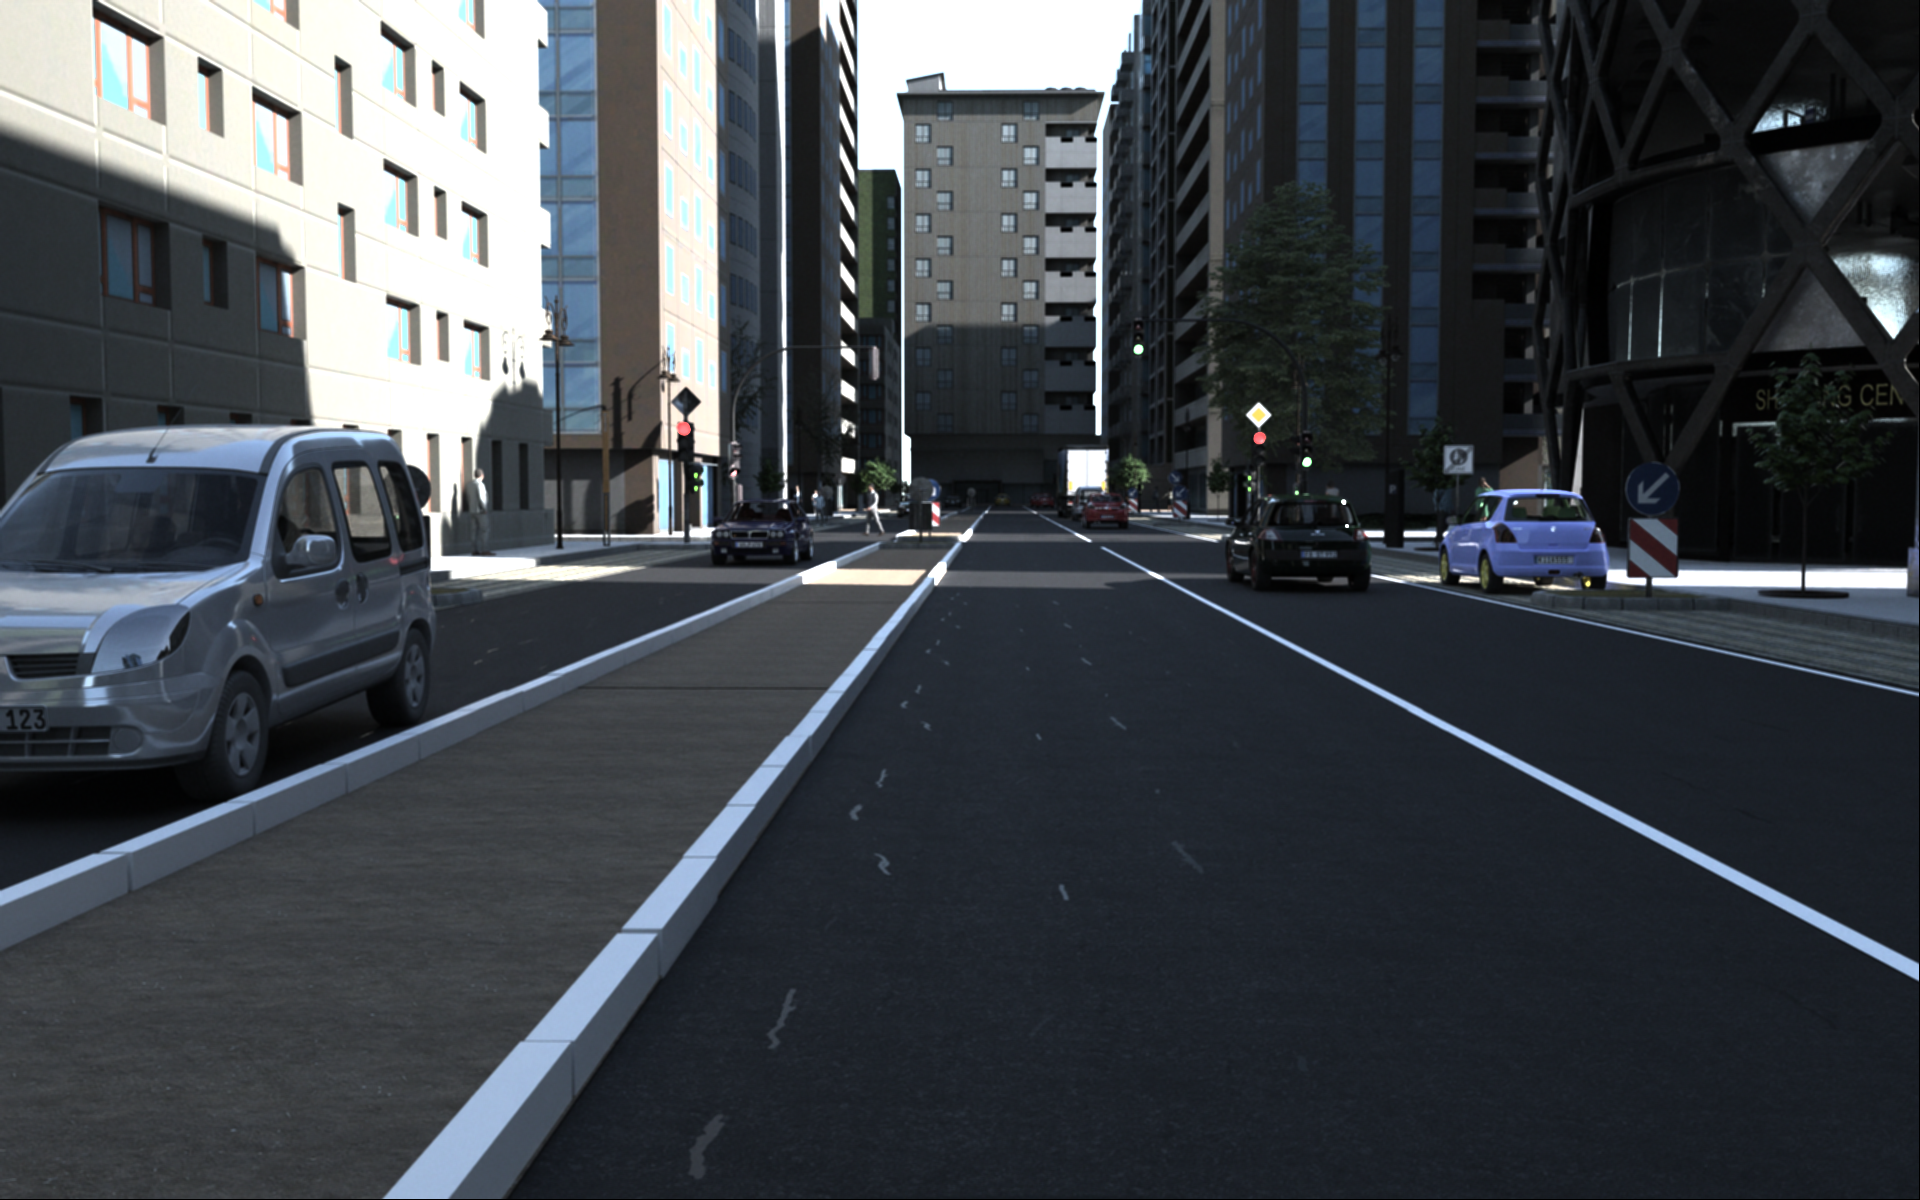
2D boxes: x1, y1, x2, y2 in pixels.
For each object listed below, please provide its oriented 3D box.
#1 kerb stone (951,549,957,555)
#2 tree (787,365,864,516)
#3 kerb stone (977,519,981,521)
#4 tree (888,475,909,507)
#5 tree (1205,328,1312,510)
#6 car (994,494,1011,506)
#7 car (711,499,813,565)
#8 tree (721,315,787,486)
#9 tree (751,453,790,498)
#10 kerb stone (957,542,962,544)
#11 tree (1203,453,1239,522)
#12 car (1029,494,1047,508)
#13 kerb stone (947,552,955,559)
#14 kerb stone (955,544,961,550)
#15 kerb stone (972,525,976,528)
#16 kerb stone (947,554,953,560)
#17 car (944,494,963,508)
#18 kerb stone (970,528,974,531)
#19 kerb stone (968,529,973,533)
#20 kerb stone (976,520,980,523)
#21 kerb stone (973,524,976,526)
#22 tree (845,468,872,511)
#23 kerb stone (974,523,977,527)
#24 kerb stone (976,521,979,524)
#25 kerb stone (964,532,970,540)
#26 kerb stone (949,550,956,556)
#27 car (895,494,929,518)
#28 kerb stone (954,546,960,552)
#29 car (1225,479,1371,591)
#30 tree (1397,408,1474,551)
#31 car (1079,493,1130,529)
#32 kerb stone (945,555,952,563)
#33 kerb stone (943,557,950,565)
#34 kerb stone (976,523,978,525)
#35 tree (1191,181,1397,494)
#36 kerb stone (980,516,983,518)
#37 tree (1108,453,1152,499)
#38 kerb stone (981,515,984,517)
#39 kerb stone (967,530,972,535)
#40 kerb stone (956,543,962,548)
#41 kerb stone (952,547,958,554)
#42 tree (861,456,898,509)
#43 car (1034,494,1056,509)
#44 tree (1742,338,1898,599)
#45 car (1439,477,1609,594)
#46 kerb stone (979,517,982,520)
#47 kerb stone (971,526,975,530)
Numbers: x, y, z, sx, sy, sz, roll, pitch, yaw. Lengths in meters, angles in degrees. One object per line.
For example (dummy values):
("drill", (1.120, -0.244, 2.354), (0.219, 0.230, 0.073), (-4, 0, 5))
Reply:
("kerb stone", (-0.190, -0.993, 38.438), (0.120, 0.150, 1.000), (0, 4, 1))
("tree", (-7.738, -9.089, 98.967), (4.360, 8.622, 3.978), (0, 3, 0))
("kerb stone", (0.767, -3.526, 79.950), (0.120, 0.150, 1.000), (0, 4, 1))
("tree", (-6.524, -11.016, 174.715), (1.663, 3.219, 1.824), (0, 3, 0))
("tree", (12.585, -7.546, 73.734), (4.737, 8.622, 4.395), (0, 3, 0))
("car", (5.009, -11.811, 203.326), (2.015, 1.641, 3.980), (0, 4, 3))
("car", (-4.120, -1.453, 36.330), (1.945, 1.354, 3.894), (0, 4, 2))
("tree", (-9.509, -7.349, 70.513), (4.360, 8.622, 3.978), (0, 3, 0))
("tree", (-8.883, -5.263, 80.652), (1.663, 3.219, 1.824), (0, 3, 0))
("kerb stone", (-0.067, -1.307, 43.561), (0.120, 0.150, 1.000), (0, 4, 1))
("tree", (12.057, -5.277, 80.882), (1.663, 3.219, 1.824), (0, 3, 0))
("car", (8.413, -10.775, 185.206), (2.155, 1.783, 4.494), (0, 4, 1))
("kerb stone", (-0.232, -0.868, 36.387), (0.120, 0.150, 1.000), (0, 4, 1))
("kerb stone", (-0.115, -1.182, 41.514), (0.120, 0.150, 1.000), (0, 4, 1))
("kerb stone", (0.435, -2.656, 65.624), (0.120, 0.150, 1.000), (0, 4, 1))
("kerb stone", (-0.261, -0.805, 35.354), (0.120, 0.150, 1.000), (0, 4, 1))
("car", (-0.687, -10.466, 180.902), (2.009, 1.686, 4.222), (0, 4, 2))
("kerb stone", (0.322, -2.342, 60.494), (0.120, 0.150, 1.000), (0, 4, 1))
("kerb stone", (0.291, -2.275, 59.457), (0.120, 0.150, 1.000), (0, 4, 1))
("kerb stone", (0.718, -3.407, 77.902), (0.120, 0.150, 1.000), (0, 4, 1))
("kerb stone", (0.477, -2.781, 67.671), (0.120, 0.150, 1.000), (0, 4, 1))
("tree", (-7.590, -8.469, 133.067), (1.663, 3.219, 1.824), (0, 3, 0))
("kerb stone", (0.527, -2.903, 69.719), (0.120, 0.150, 1.000), (0, 4, 1))
("kerb stone", (0.637, -3.220, 74.835), (0.120, 0.150, 1.000), (0, 4, 1))
("kerb stone", (0.170, -1.966, 54.331), (0.120, 0.150, 1.000), (0, 4, 1))
("kerb stone", (-0.215, -0.931, 37.416), (0.120, 0.150, 1.000), (0, 4, 1))
("car", (-2.908, -5.826, 105.044), (2.009, 1.686, 4.222), (0, 4, 0))
("kerb stone", (-0.135, -1.119, 40.488), (0.120, 0.150, 1.000), (0, 4, 1))
("car", (5.225, -1.058, 27.084), (2.009, 1.686, 4.222), (0, 4, 1))
("tree", (10.716, -2.732, 39.273), (1.663, 3.219, 1.824), (0, 3, 0))
("car", (6.086, -3.902, 72.845), (2.155, 1.783, 4.494), (0, 4, 2))
("kerb stone", (-0.279, -0.741, 34.320), (0.120, 0.150, 1.000), (0, 4, 1))
("kerb stone", (-0.307, -0.677, 33.287), (0.120, 0.150, 1.000), (0, 4, 1))
("kerb stone", (0.548, -2.969, 70.747), (0.120, 0.150, 1.000), (0, 4, 1))
("tree", (12.089, -8.901, 63.666), (7.486, 12.596, 7.792), (0, 3, 0))
("kerb stone", (0.976, -4.096, 89.174), (0.120, 0.150, 1.000), (0, 4, 1))
("tree", (13.318, -9.246, 134.889), (4.285, 4.588, 4.351), (0, 3, 0))
("kerb stone", (1.090, -4.410, 94.308), (0.120, 0.150, 1.000), (0, 4, 1))
("kerb stone", (0.251, -2.153, 57.399), (0.120, 0.150, 1.000), (0, 4, 1))
("kerb stone", (-0.093, -1.244, 42.535), (0.120, 0.150, 1.000), (0, 4, 1))
("kerb stone", (-0.166, -1.052, 39.467), (0.120, 0.150, 1.000), (0, 4, 1))
("tree", (-6.914, -9.919, 145.888), (4.285, 4.588, 4.351), (0, 3, 0))
("car", (8.490, -10.029, 173.015), (2.155, 1.783, 4.494), (0, 4, 2))
("tree", (10.461, -1.652, 21.604), (1.663, 3.219, 1.824), (0, 3, 0))
("car", (8.355, -1.000, 25.944), (1.945, 1.707, 3.694), (0, 4, 2))
("kerb stone", (0.907, -3.906, 86.100), (0.120, 0.150, 1.000), (0, 4, 1))
("kerb stone", (0.394, -2.531, 63.577), (0.120, 0.150, 1.000), (0, 4, 1))
